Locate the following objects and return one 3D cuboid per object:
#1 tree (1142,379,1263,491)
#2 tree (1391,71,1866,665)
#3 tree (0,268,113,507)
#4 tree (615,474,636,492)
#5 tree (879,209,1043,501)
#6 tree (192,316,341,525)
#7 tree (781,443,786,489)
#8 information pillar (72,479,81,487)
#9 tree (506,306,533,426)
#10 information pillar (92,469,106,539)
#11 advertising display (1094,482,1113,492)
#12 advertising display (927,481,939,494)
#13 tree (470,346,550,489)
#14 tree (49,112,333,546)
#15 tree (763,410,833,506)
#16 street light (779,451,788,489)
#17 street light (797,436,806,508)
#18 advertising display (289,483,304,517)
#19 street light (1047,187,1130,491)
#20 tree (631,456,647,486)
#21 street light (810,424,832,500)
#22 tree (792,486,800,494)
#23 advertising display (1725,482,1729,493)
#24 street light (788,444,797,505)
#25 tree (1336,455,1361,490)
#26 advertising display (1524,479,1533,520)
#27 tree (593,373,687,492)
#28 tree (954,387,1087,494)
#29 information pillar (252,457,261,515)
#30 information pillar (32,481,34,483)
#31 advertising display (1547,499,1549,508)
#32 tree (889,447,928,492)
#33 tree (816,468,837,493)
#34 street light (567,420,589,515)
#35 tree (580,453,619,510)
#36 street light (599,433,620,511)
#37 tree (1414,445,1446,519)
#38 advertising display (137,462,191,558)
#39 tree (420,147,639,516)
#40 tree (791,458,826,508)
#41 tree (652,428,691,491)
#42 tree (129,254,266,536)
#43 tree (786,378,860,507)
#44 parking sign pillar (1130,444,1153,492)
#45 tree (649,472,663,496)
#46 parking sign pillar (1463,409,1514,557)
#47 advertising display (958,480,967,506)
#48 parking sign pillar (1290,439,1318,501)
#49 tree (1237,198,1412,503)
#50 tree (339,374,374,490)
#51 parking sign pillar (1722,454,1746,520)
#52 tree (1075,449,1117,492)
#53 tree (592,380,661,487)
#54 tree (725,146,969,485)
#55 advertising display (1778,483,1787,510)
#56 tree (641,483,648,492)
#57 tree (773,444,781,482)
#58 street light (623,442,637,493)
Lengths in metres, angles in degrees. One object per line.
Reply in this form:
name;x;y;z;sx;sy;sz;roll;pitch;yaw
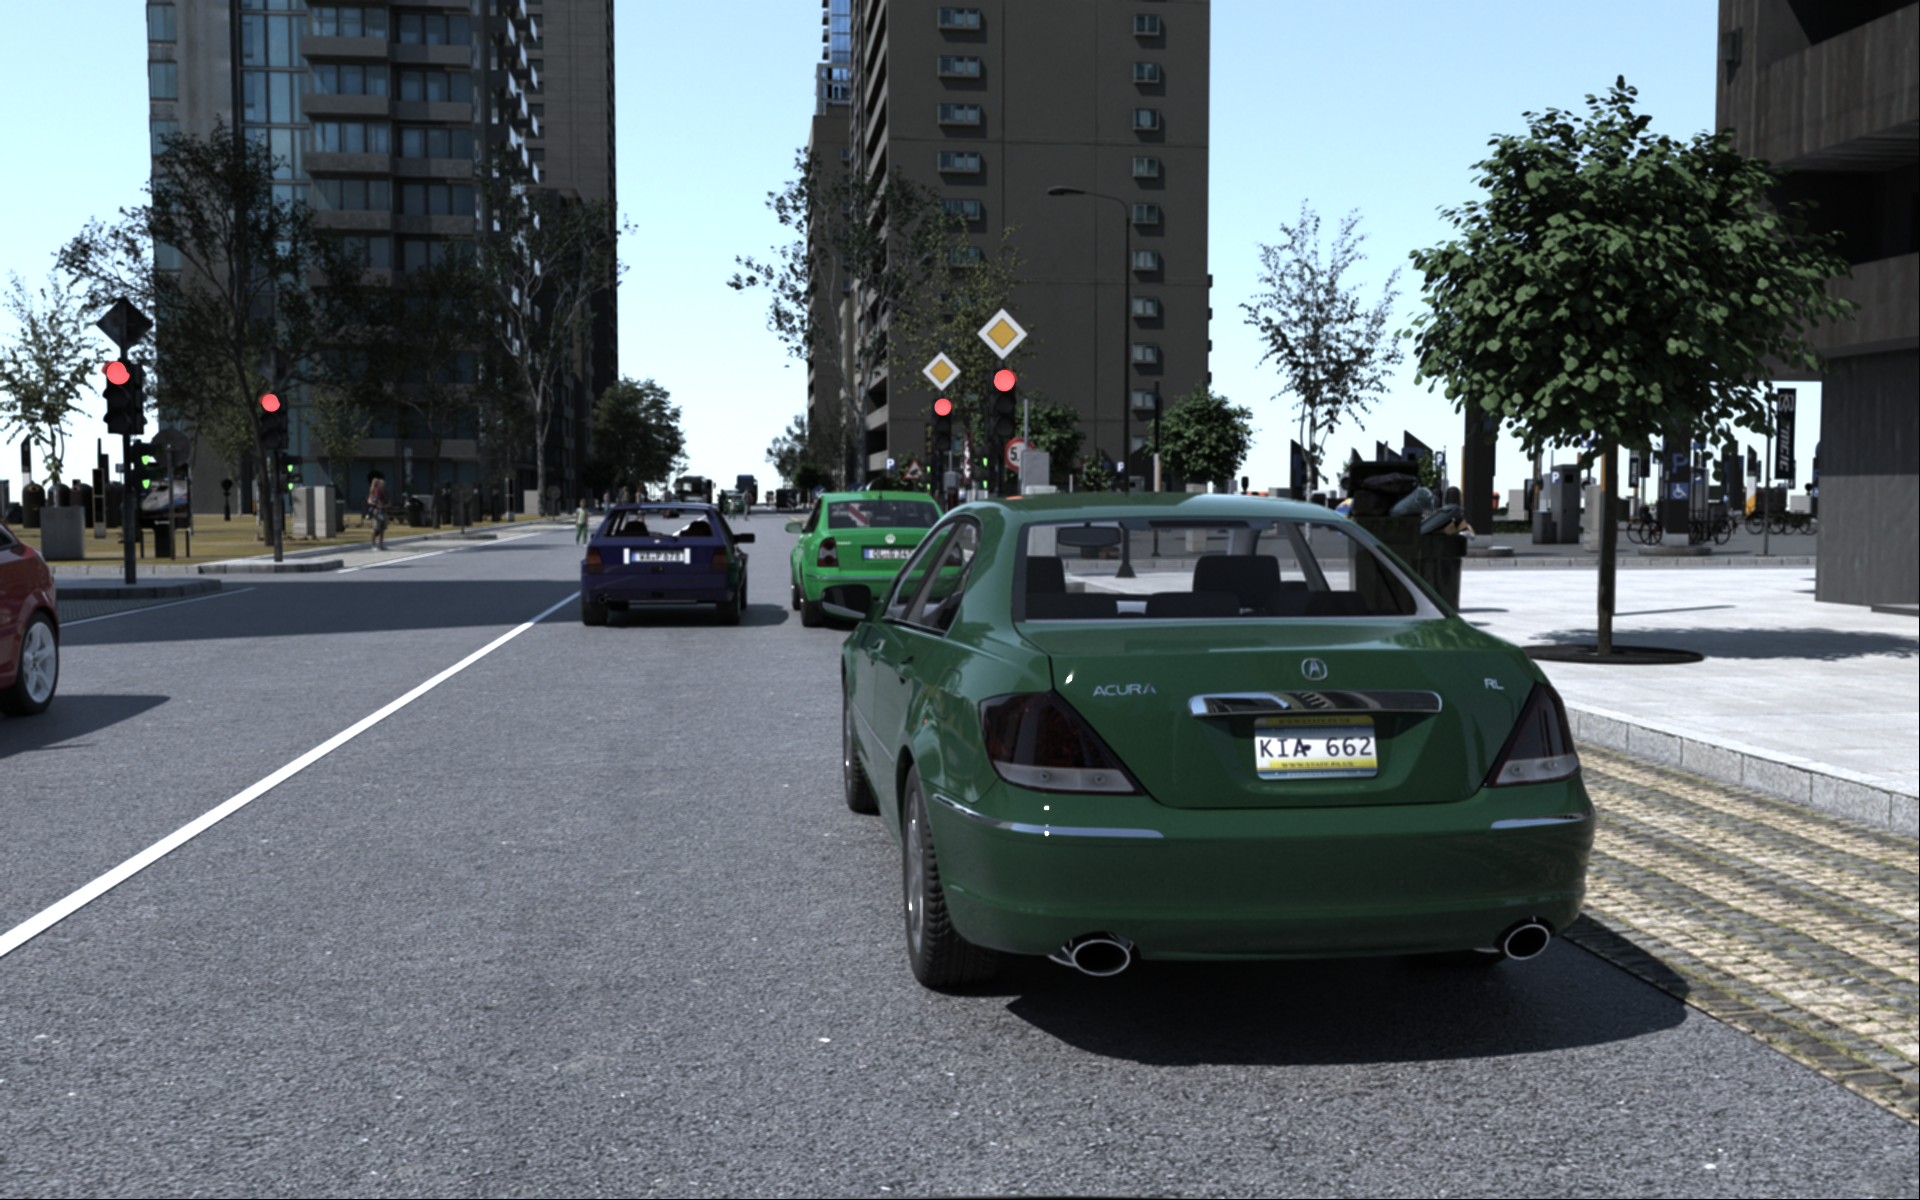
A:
tree;6.920;-4.003;49.158;4.285;4.588;4.351;0;3;0
tree;5.113;-1.821;13.492;4.285;4.588;4.351;0;3;0
tree;-29.394;-6.441;55.674;4.737;8.622;4.395;0;3;0
tree;-31.476;-10.252;162.224;1.663;3.219;1.824;0;3;0
tree;0.270;-5.749;44.360;4.737;8.622;4.395;0;3;0
tree;-28.778;-7.352;70.560;4.737;8.622;4.395;0;3;0
tree;-14.846;-13.418;169.753;4.360;8.622;3.978;0;3;0
information pillar;-43.548;-4.949;85.409;0.304;2.012;0.304;0;4;-8
tree;-19.141;-7.927;64.020;8.767;10.594;7.601;3;5;40
information pillar;-24.848;-2.783;49.996;0.304;2.012;0.304;-1;4;-22
advertising display;6.382;-4.451;77.988;0.974;1.923;0.123;-1;4;-12
advertising display;-1.232;-4.942;86.009;0.974;1.923;0.123;-3;4;-37
tree;-22.440;-8.327;86.514;4.360;8.622;3.978;0;3;0
tree;-17.208;-6.612;42.516;7.601;10.594;8.767;3;4;38
tree;-17.753;-15.730;191.598;8.767;10.594;7.601;0;4;2
street light;-19.506;-13.741;197.208;1.470;5.913;1.316;0;4;-7
street light;-12.064;-10.150;138.494;1.470;5.913;1.316;0;4;-7
advertising display;-37.757;-5.712;98.605;0.123;1.923;0.974;2;4;26
street light;2.014;-3.295;26.408;1.470;5.913;1.316;0;4;-7
tree;-36.167;-15.052;196.457;4.360;8.622;3.978;0;3;0
street light;-9.107;-8.725;115.198;1.470;5.913;1.316;0;4;-7
tree;-20.909;-13.991;223.350;1.663;3.219;1.824;0;3;0
advertising display;41.568;-5.401;93.518;0.974;1.923;0.123;-3;5;-43
street light;-15.079;-11.575;161.793;1.470;5.913;1.316;0;4;-7
tree;18.926;-5.436;83.485;1.663;3.219;1.824;0;3;0
advertising display;24.254;-4.177;73.514;0.974;1.923;0.123;-3;5;-41
tree;-33.959;-16.916;183.227;9.857;13.997;8.962;0;3;0
tree;2.272;-4.258;53.324;4.285;4.588;4.351;0;3;0
information pillar;-42.389;-6.915;104.408;0.504;3.616;0.183;-3;5;-40
information pillar;-50.905;-5.534;94.971;0.304;2.012;0.304;-2;4;-29
advertising display;28.485;-4.890;85.166;0.974;1.923;0.123;-1;4;-13
tree;-2.112;-4.536;68.757;1.663;3.219;1.824;0;3;0
tree;-9.755;-8.164;128.087;1.663;3.219;1.824;0;3;0
street light;-23.875;-8.306;108.349;1.470;5.913;1.316;0;4;-7
tree;-29.127;-9.538;139.655;4.285;4.588;4.351;0;3;0
street light;-26.777;-9.725;131.550;1.470;5.913;1.316;0;4;-7
tree;18.247;-4.507;68.293;1.663;3.219;1.824;0;3;0
advertising display;-16.007;-1.812;34.833;0.974;1.923;0.123;-1;4;-15
tree;-25.136;-14.787;97.648;12.611;20.169;13.585;0;3;0
tree;-13.478;-10.563;156.422;4.285;4.588;4.351;0;3;0
tree;-45.018;-20.765;265.263;9.928;11.665;9.643;0;3;0
tree;-23.794;-6.311;53.547;4.360;8.622;3.978;0;3;0
tree;-7.820;-9.693;108.839;4.360;8.622;3.978;0;3;0
parking sign pillar;8.515;-5.630;80.515;1.447;3.967;1.447;0;4;2
tree;-37.080;-15.734;207.604;4.737;8.622;4.395;0;3;0
parking sign pillar;10.670;-2.884;35.624;1.447;3.967;1.447;1;4;8
advertising display;-0.138;-4.364;76.567;0.974;1.923;0.123;2;4;30
parking sign pillar;16.779;-5.870;84.448;1.447;3.967;1.447;-1;4;-15
tree;9.165;-5.733;44.105;4.360;8.622;3.978;0;3;0
tree;-37.317;-9.368;103.529;4.737;8.622;4.395;0;3;0
parking sign pillar;39.001;-6.030;87.070;1.447;3.967;1.447;1;4;13
tree;5.403;-4.679;71.099;1.663;3.219;1.824;0;3;0
tree;-33.714;-15.526;171.979;7.486;12.596;7.792;0;3;0
tree;-6.203;-14.620;94.931;12.611;20.169;13.585;0;3;0
advertising display;48.313;-5.906;101.776;0.974;1.923;0.123;-3;5;-40
tree;-37.232;-12.745;202.989;1.663;3.219;1.824;0;3;0
tree;-22.502;-17.085;229.698;4.360;8.622;3.978;0;3;0
street light;-29.821;-11.135;154.597;1.470;5.913;1.316;0;4;-7
